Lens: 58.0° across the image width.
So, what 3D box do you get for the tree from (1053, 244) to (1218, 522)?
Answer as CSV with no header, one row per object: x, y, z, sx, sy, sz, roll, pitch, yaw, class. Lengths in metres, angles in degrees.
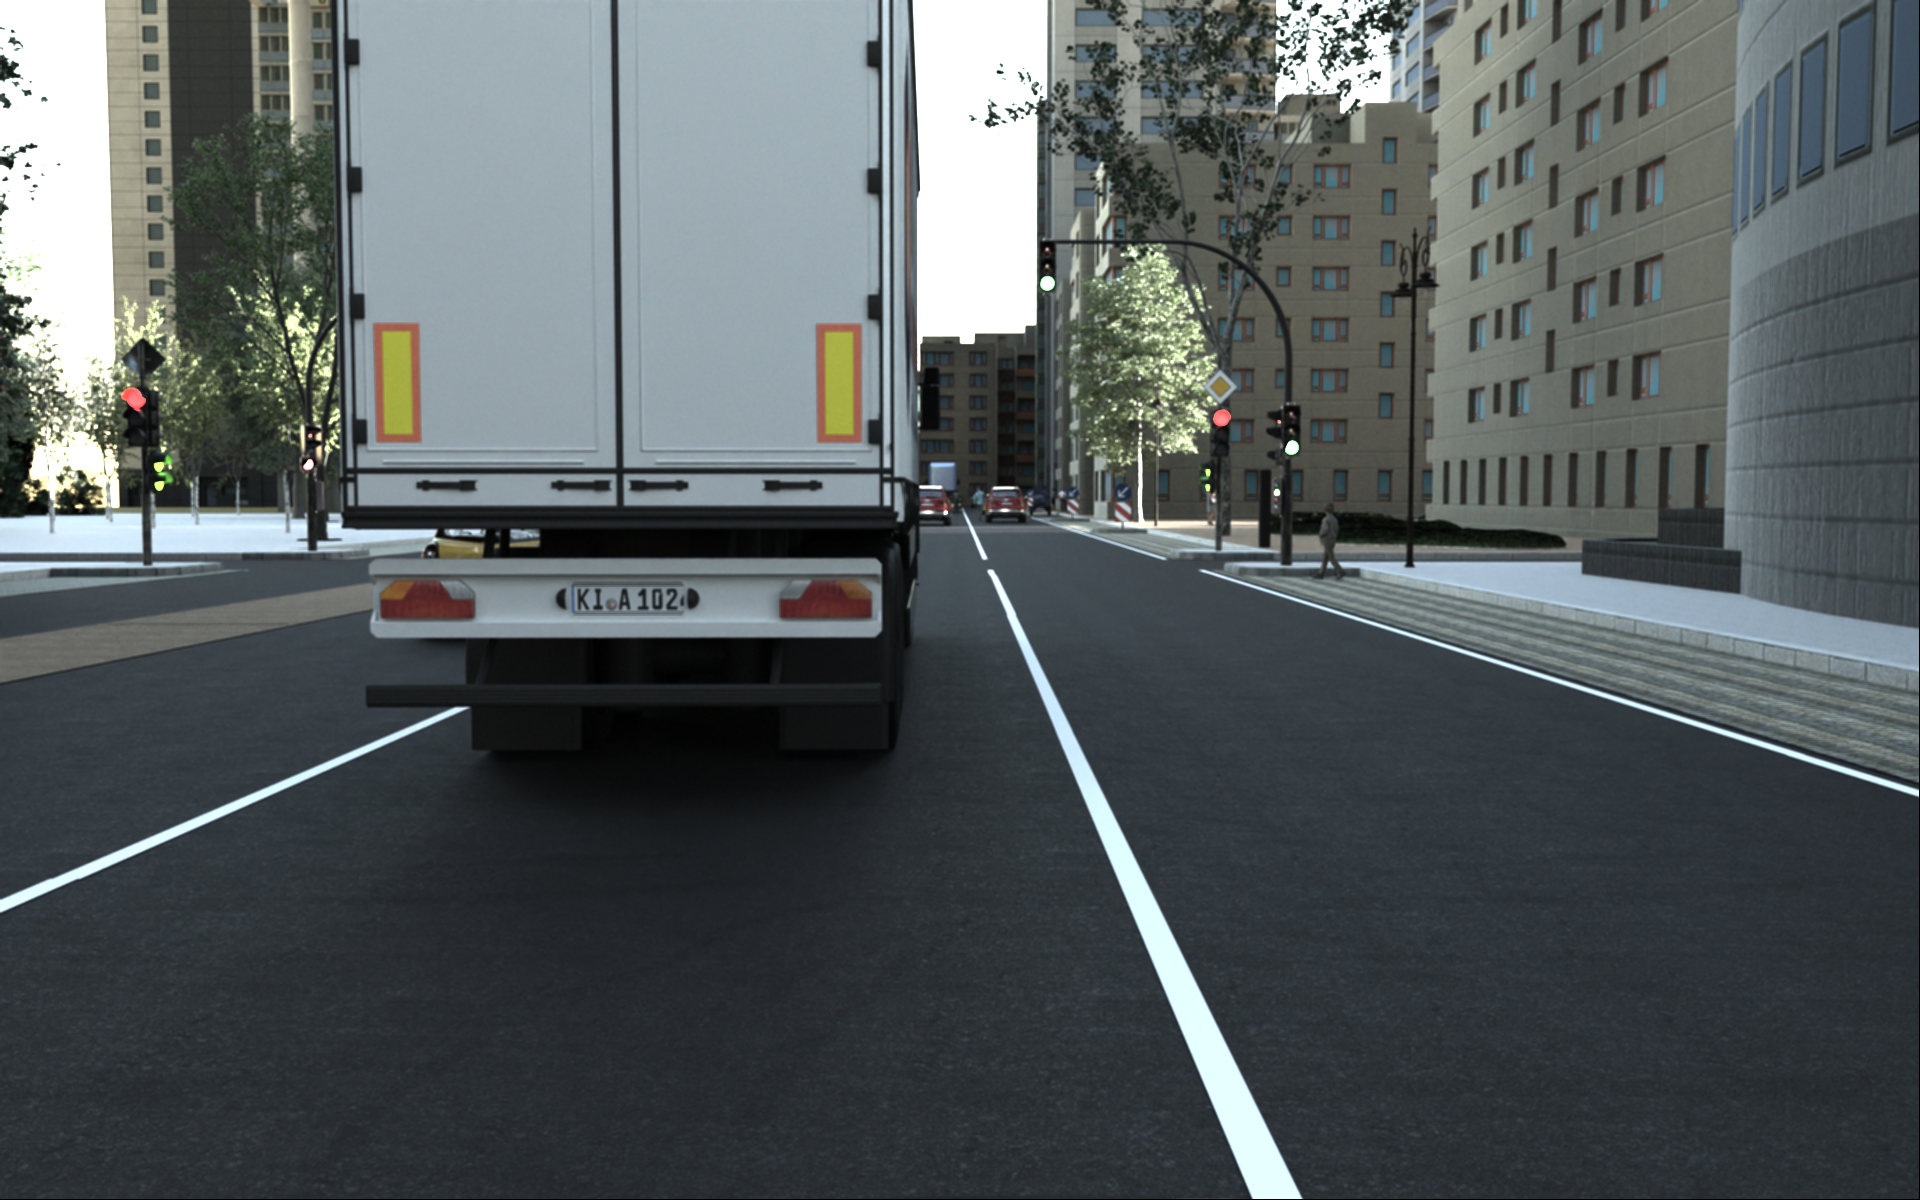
8.075,-9.764,77.774,7.486,12.596,7.792,0,3,0,tree

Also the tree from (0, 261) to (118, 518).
-56.442,-12.019,98.334,13.155,14.587,18.604,-1,4,-14,tree

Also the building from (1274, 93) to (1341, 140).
34.470,-29.492,174.069,23.993,40.220,32.217,0,4,0,building

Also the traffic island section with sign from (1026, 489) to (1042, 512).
5.633,-8.095,140.978,1.989,1.847,2.006,0,4,0,traffic island section with sign

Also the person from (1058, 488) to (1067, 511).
7.628,-7.429,128.442,0.756,1.711,0.436,3,5,41,person

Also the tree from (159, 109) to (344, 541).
-17.607,-7.427,47.183,9.928,11.665,9.643,0,3,0,tree

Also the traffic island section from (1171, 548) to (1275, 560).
5.875,-1.036,39.224,2.009,0.180,2.903,0,4,0,traffic island section

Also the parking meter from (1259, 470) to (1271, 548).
7.334,-2.200,41.680,0.255,1.863,0.399,0,4,6,parking meter

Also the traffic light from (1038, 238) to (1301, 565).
3.763,-3.444,30.979,4.771,5.953,1.251,0,4,0,traffic light

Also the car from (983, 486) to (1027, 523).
2.310,-4.861,88.158,2.281,1.827,5.304,0,3,0,car

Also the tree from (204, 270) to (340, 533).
-22.210,-6.527,57.077,4.737,8.622,4.395,0,3,0,tree

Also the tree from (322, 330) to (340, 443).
-34.953,-11.807,103.411,12.009,13.543,11.850,0,3,0,tree

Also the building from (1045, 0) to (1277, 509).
18.452,-37.863,161.065,21.231,58.520,28.212,0,4,0,building

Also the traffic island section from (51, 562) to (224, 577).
-14.647,-0.545,31.194,2.009,0.180,2.903,0,4,0,traffic island section

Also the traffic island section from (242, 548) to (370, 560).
-14.666,-1.034,39.179,2.009,0.180,2.903,0,4,0,traffic island section

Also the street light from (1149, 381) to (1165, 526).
7.878,-5.911,69.428,0.468,5.910,1.993,0,4,0,street light

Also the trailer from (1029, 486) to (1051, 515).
5.457,-6.788,118.026,1.471,1.999,3.904,0,4,1,trailer

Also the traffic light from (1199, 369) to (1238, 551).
5.835,-3.070,39.110,0.839,4.253,0.868,0,4,0,traffic light

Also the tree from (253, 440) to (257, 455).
-43.933,-9.471,105.220,4.360,8.622,3.978,0,3,0,tree

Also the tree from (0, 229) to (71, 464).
-38.441,-9.613,63.822,9.857,13.997,8.962,0,3,0,tree

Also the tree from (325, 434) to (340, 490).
-40.068,-9.855,111.489,4.360,8.622,3.978,0,3,0,tree

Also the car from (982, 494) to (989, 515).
2.326,-6.862,122.411,2.015,1.641,3.980,0,4,-1,car

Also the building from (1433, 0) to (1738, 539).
32.569,-12.713,52.895,28.899,21.520,27.650,0,4,0,building

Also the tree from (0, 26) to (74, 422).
-17.082,-6.535,23.852,9.611,12.733,9.660,0,3,0,tree

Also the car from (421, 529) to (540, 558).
-4.581,-0.519,18.709,2.015,1.641,3.980,0,4,-2,car

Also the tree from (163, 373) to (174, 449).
-43.720,-8.483,89.066,4.360,8.622,3.978,0,3,0,tree

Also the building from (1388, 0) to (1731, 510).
60.639,-38.963,179.042,28.212,58.520,21.231,0,4,0,building

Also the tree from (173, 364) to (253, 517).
-43.331,-9.036,98.099,4.360,8.622,3.978,0,3,0,tree

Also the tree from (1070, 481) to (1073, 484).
8.544,-7.503,117.271,1.663,3.219,1.824,0,3,0,tree

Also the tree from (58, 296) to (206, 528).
-30.185,-7.008,64.944,4.737,8.622,4.395,0,3,0,tree

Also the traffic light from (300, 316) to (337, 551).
-12.535,-3.940,39.085,4.771,5.953,1.251,0,4,0,traffic light

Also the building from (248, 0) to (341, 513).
-32.813,-26.583,126.518,32.217,40.220,23.993,0,4,0,building

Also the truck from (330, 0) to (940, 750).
-1.551,-1.472,12.986,2.839,4.237,11.283,0,4,-1,truck

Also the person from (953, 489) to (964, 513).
-0.295,-7.326,128.357,1.350,1.814,0.705,-1,4,-16,person

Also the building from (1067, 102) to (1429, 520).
21.130,-15.596,100.039,27.650,21.520,28.899,0,4,0,building

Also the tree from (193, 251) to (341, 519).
-34.527,-11.215,90.019,9.857,13.997,8.962,0,3,0,tree

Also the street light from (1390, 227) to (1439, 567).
7.895,-3.513,30.232,0.468,5.910,1.993,0,4,0,street light

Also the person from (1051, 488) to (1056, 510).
7.371,-8.038,138.253,0.721,1.735,1.217,1,4,9,person

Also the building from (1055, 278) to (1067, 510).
22.020,-17.627,133.237,27.650,21.520,28.899,0,4,0,building

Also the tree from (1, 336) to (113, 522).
-44.049,-8.168,83.909,4.737,8.622,4.395,0,3,0,tree

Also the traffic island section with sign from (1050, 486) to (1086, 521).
5.753,-5.027,90.822,1.989,1.847,2.006,0,4,0,traffic island section with sign

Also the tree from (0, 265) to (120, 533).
-29.665,-6.513,56.857,4.360,8.622,3.978,0,3,0,tree

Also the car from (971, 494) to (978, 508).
2.036,-10.343,177.902,1.959,1.807,4.718,0,4,1,car

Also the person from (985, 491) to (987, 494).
2.951,-11.174,191.214,0.705,1.822,1.348,2,4,31,person

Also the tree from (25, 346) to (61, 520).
-38.676,-7.837,78.489,4.737,8.622,4.395,0,3,0,tree

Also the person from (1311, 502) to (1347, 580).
6.140,-0.982,28.830,0.640,1.303,0.475,2,4,27,person

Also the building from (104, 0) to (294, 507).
-72.727,-45.292,178.768,20.611,71.187,20.563,0,4,0,building

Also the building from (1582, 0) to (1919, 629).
19.638,-28.933,15.051,21.231,58.520,28.212,0,4,0,building

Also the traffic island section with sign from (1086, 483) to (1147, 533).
5.827,-3.379,63.867,1.989,1.847,2.006,0,4,0,traffic island section with sign

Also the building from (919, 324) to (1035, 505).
9.746,-22.440,211.935,28.899,21.520,27.650,0,4,0,building

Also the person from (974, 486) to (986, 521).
1.033,-5.151,92.579,0.638,1.841,0.748,2,4,26,person

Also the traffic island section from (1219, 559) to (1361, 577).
5.894,-0.548,31.239,2.009,0.180,2.903,0,4,0,traffic island section

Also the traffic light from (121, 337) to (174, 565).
-14.607,-2.577,31.060,0.839,4.253,0.868,0,4,0,traffic light

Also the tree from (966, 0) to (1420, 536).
7.070,-12.103,53.776,12.611,20.169,13.585,0,3,0,tree

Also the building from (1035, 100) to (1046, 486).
14.904,-30.543,182.973,14.154,41.232,14.086,0,4,0,building

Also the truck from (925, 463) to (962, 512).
-1.307,-9.309,141.966,2.967,4.110,18.799,0,4,-2,truck

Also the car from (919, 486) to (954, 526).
-1.429,-4.357,79.907,2.281,1.827,5.304,0,4,1,car

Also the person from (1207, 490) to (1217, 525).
10.480,-3.996,71.732,0.532,1.782,0.716,1,4,10,person
